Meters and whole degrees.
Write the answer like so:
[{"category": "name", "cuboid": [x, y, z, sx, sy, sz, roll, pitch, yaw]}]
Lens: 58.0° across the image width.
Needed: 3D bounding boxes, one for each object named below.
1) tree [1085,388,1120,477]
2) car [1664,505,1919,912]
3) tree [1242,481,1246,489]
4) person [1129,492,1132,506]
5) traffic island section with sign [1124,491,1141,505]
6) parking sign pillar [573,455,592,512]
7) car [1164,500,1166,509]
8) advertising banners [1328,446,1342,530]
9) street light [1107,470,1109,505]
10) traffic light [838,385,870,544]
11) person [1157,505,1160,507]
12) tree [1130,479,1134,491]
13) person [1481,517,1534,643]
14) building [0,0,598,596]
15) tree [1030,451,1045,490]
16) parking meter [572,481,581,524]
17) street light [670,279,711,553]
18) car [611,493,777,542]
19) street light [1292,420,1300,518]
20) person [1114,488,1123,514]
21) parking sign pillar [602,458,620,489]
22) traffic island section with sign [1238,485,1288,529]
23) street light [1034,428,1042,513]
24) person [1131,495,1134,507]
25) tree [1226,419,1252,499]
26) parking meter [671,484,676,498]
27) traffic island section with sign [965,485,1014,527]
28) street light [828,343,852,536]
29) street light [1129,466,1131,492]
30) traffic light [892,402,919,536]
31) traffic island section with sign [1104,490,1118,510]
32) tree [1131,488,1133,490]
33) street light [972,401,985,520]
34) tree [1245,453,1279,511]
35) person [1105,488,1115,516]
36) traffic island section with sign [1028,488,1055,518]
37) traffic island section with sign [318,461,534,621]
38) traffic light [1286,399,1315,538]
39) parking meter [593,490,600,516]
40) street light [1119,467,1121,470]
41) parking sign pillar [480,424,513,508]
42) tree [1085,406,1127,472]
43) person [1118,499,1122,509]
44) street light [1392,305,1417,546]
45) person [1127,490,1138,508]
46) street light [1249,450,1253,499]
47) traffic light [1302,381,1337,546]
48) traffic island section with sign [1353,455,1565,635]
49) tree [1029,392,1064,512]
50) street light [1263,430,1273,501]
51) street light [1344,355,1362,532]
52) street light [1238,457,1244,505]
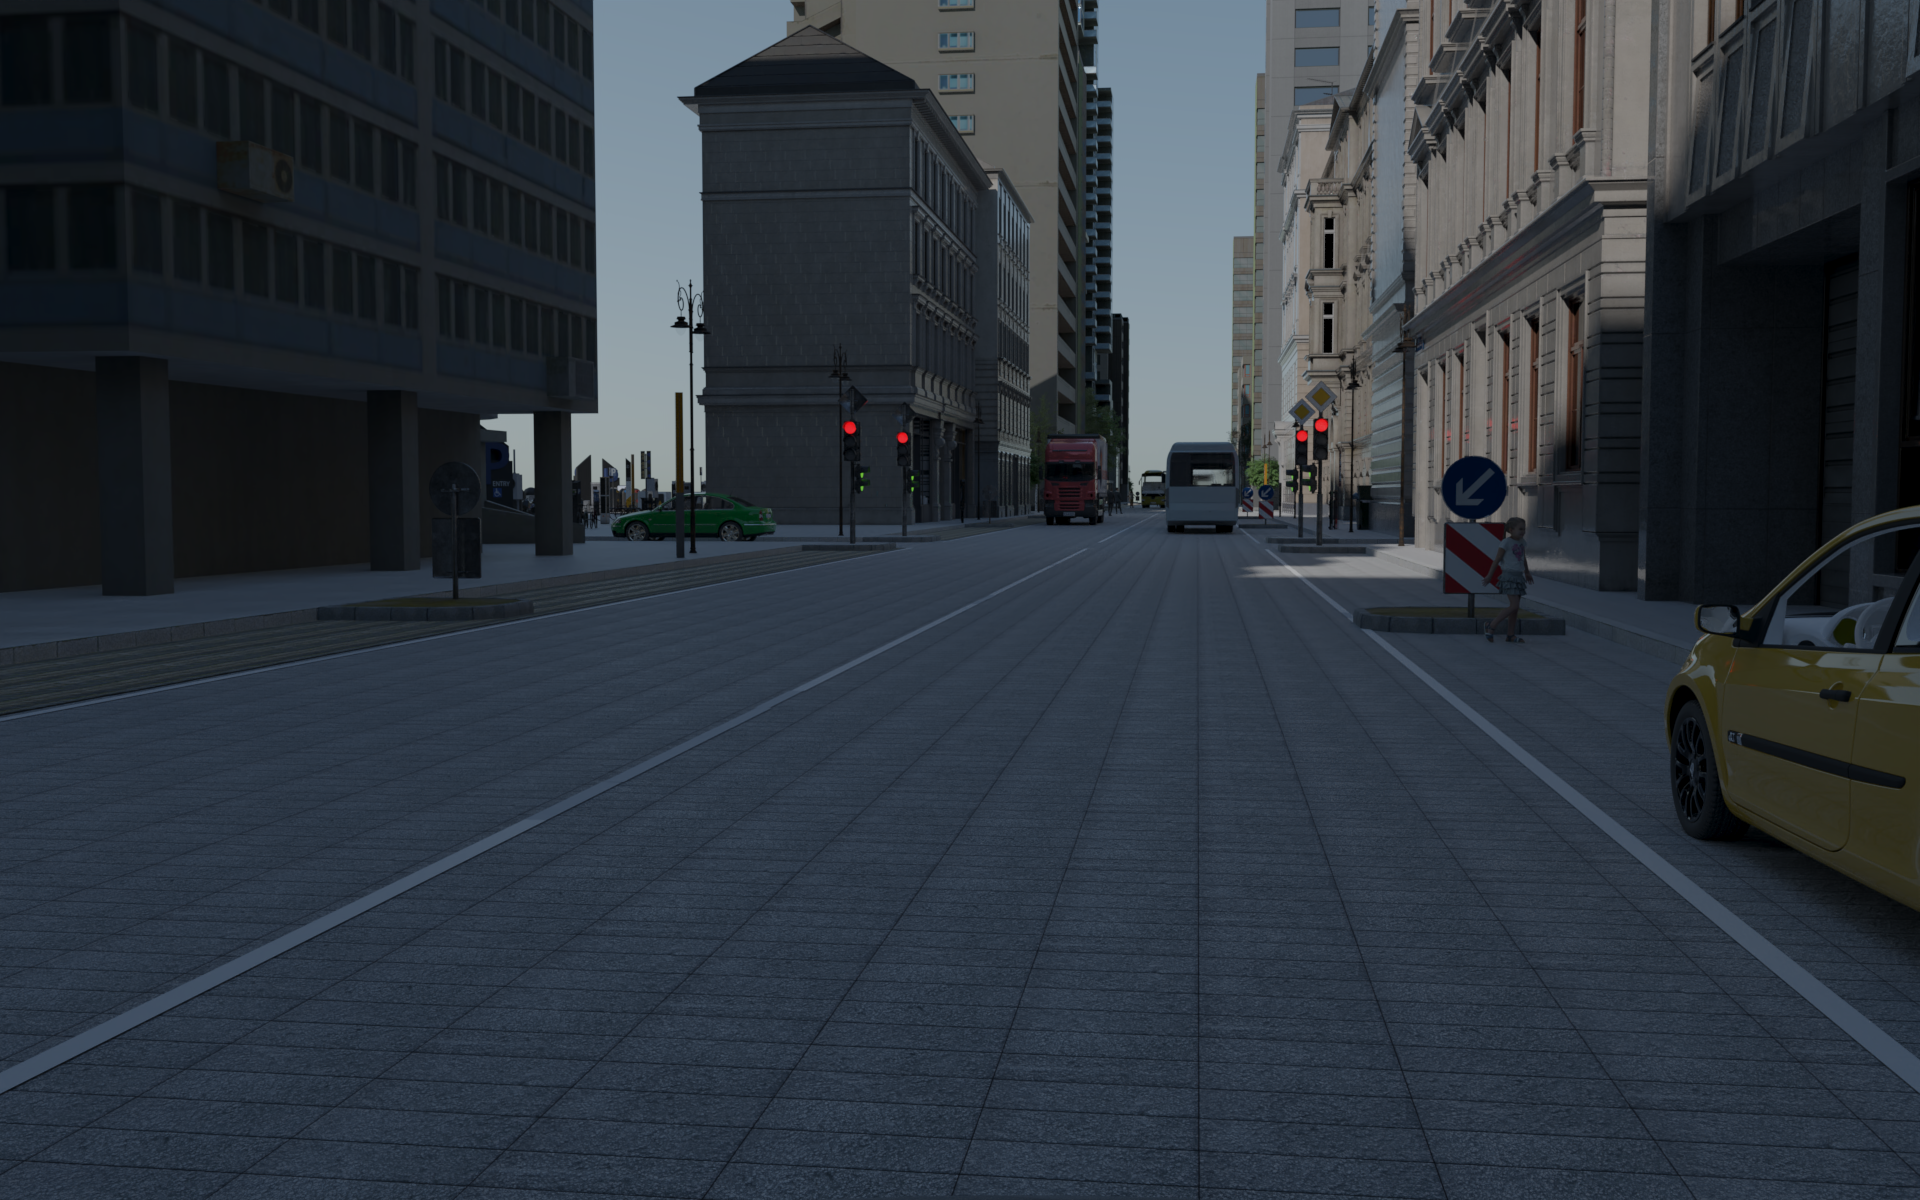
[{"category": "tree", "cuboid": [13.087, -16.244, 183.714, 7.486, 12.596, 7.792, 0, 3, 0]}, {"category": "car", "cuboid": [3.745, 0.261, 5.949, 2.015, 1.641, 3.980, 0, 4, 6]}, {"category": "tree", "cuboid": [35.844, -13.475, 214.909, 1.663, 3.219, 1.824, 0, 3, 0]}, {"category": "person", "cuboid": [20.659, -12.182, 208.397, 0.721, 1.735, 1.217, -2, 4, -26]}, {"category": "traffic island section with sign", "cuboid": [23.087, -13.746, 233.368, 1.989, 1.847, 2.006, 0, 4, 8]}, {"category": "parking sign pillar", "cuboid": [-25.740, -7.927, 118.081, 1.447, 3.967, 1.447, 2, 4, 35]}, {"category": "car", "cuboid": [14.739, -6.408, 116.770, 2.014, 1.417, 4.499, 0, 4, 7]}, {"category": "advertising banners", "cuboid": [13.669, -4.085, 62.973, 0.090, 3.025, 2.074, 2, 4, 24]}, {"category": "street light", "cuboid": [18.152, -14.631, 212.011, 0.468, 5.910, 1.993, 0, 4, 8]}, {"category": "traffic light", "cuboid": [-2.759, -3.411, 44.690, 0.839, 4.253, 0.868, 0, 4, 8]}, {"category": "person", "cuboid": [22.618, -11.495, 197.153, 1.217, 1.736, 0.721, 0, 4, -8]}, {"category": "tree", "cuboid": [26.745, -18.275, 282.505, 4.285, 4.588, 4.351, 0, 3, 0]}, {"category": "person", "cuboid": [5.331, -0.199, 16.772, 0.505, 1.210, 0.382, -3, 4, -38]}, {"category": "building", "cuboid": [-20.055, -20.755, 31.228, 23.993, 40.220, 32.217, 0, 4, 8]}, {"category": "tree", "cuboid": [4.136, -8.012, 114.711, 4.285, 4.588, 4.351, 0, 3, 0]}, {"category": "parking meter", "cuboid": [-16.554, -4.223, 74.752, 0.255, 1.863, 0.399, 1, 4, 19]}, {"category": "street light", "cuboid": [-5.799, -3.954, 37.444, 0.468, 5.910, 1.993, 0, 4, 8]}, {"category": "car", "cuboid": [-7.647, -2.495, 49.592, 4.718, 1.807, 1.959, 1, 4, 8]}, {"category": "street light", "cuboid": [17.632, -7.231, 91.013, 0.468, 5.910, 1.993, 0, 4, 8]}, {"category": "person", "cuboid": [11.392, -7.154, 124.837, 0.648, 1.900, 0.474, 2, 4, 27]}, {"category": "parking sign pillar", "cuboid": [-26.355, -8.706, 130.820, 1.447, 3.967, 1.447, -3, 5, -43]}, {"category": "traffic island section with sign", "cuboid": [12.712, -3.921, 72.738, 1.989, 1.847, 2.006, 0, 4, 8]}, {"category": "street light", "cuboid": [5.434, -8.973, 119.497, 0.468, 5.910, 1.993, 0, 4, 8]}, {"category": "person", "cuboid": [19.963, -11.649, 199.749, 0.721, 1.735, 1.217, 0, 4, -4]}, {"category": "tree", "cuboid": [34.550, -16.808, 209.226, 7.601, 10.594, 8.767, 1, 4, 8]}, {"category": "parking meter", "cuboid": [-16.250, -5.696, 98.840, 0.399, 1.863, 0.255, 0, 4, -3]}, {"category": "traffic island section with sign", "cuboid": [1.302, -4.042, 74.719, 1.989, 1.847, 2.006, 0, 4, 8]}, {"category": "street light", "cuboid": [-3.660, -4.913, 53.119, 0.468, 5.910, 1.993, 0, 4, 8]}, {"category": "street light", "cuboid": [27.292, -18.710, 278.691, 0.468, 5.910, 1.993, 0, 4, 8]}, {"category": "traffic light", "cuboid": [-1.673, -3.895, 52.601, 0.839, 4.253, 0.868, 0, 4, 8]}, {"category": "traffic island section with sign", "cuboid": [15.527, -10.379, 178.322, 1.989, 1.847, 2.006, 0, 4, 8]}, {"category": "tree", "cuboid": [27.876, -17.839, 286.272, 1.663, 3.219, 1.824, 0, 3, 0]}, {"category": "street light", "cuboid": [0.934, -6.939, 86.245, 0.468, 5.910, 1.993, 0, 4, 8]}, {"category": "tree", "cuboid": [23.887, -9.269, 135.262, 4.285, 4.588, 4.351, 0, 3, 0]}, {"category": "person", "cuboid": [9.800, -6.394, 112.817, 0.659, 1.850, 0.755, 1, 4, 12]}, {"category": "traffic island section with sign", "cuboid": [5.061, -5.720, 102.141, 1.989, 1.847, 2.006, 0, 4, 8]}, {"category": "traffic island section with sign", "cuboid": [-6.146, -0.717, 20.357, 1.989, 1.847, 2.006, 0, 4, 8]}, {"category": "traffic light", "cuboid": [10.031, -3.798, 51.017, 0.839, 4.253, 0.868, 0, 4, 8]}, {"category": "parking meter", "cuboid": [-21.474, -5.742, 102.286, 0.372, 1.533, 0.369, 0, 3, 0]}, {"category": "street light", "cuboid": [22.643, -16.658, 245.150, 0.468, 5.910, 1.993, 0, 4, 8]}, {"category": "parking sign pillar", "cuboid": [-17.429, -4.672, 64.853, 1.447, 3.967, 1.447, -3, 5, -42]}, {"category": "tree", "cuboid": [16.061, -16.982, 203.405, 9.928, 11.665, 9.643, 0, 3, 0]}, {"category": "person", "cuboid": [15.466, -9.566, 168.169, 0.557, 1.426, 1.065, 3, 4, 36]}, {"category": "street light", "cuboid": [10.856, -4.259, 42.422, 0.468, 5.910, 1.993, 0, 4, 8]}, {"category": "person", "cuboid": [17.939, -10.529, 180.654, 1.348, 1.824, 0.705, 2, 4, 34]}, {"category": "street light", "cuboid": [27.930, -11.842, 166.401, 0.468, 5.910, 1.993, 0, 4, 8]}, {"category": "traffic light", "cuboid": [8.945, -3.314, 43.106, 0.839, 4.253, 0.868, 0, 4, 8]}, {"category": "traffic island section with sign", "cuboid": [5.295, -0.612, 18.636, 1.989, 1.847, 2.006, 0, 4, 8]}, {"category": "tree", "cuboid": [5.525, -10.698, 125.268, 4.737, 8.622, 4.395, 0, 3, 0]}, {"category": "street light", "cuboid": [22.279, -9.300, 124.837, 0.468, 5.910, 1.993, 0, 4, 8]}, {"category": "street light", "cuboid": [13.103, -5.202, 57.848, 0.468, 5.910, 1.993, 0, 4, 8]}, {"category": "street light", "cuboid": [32.580, -13.921, 200.390, 0.468, 5.910, 1.993, 0, 4, 8]}]
